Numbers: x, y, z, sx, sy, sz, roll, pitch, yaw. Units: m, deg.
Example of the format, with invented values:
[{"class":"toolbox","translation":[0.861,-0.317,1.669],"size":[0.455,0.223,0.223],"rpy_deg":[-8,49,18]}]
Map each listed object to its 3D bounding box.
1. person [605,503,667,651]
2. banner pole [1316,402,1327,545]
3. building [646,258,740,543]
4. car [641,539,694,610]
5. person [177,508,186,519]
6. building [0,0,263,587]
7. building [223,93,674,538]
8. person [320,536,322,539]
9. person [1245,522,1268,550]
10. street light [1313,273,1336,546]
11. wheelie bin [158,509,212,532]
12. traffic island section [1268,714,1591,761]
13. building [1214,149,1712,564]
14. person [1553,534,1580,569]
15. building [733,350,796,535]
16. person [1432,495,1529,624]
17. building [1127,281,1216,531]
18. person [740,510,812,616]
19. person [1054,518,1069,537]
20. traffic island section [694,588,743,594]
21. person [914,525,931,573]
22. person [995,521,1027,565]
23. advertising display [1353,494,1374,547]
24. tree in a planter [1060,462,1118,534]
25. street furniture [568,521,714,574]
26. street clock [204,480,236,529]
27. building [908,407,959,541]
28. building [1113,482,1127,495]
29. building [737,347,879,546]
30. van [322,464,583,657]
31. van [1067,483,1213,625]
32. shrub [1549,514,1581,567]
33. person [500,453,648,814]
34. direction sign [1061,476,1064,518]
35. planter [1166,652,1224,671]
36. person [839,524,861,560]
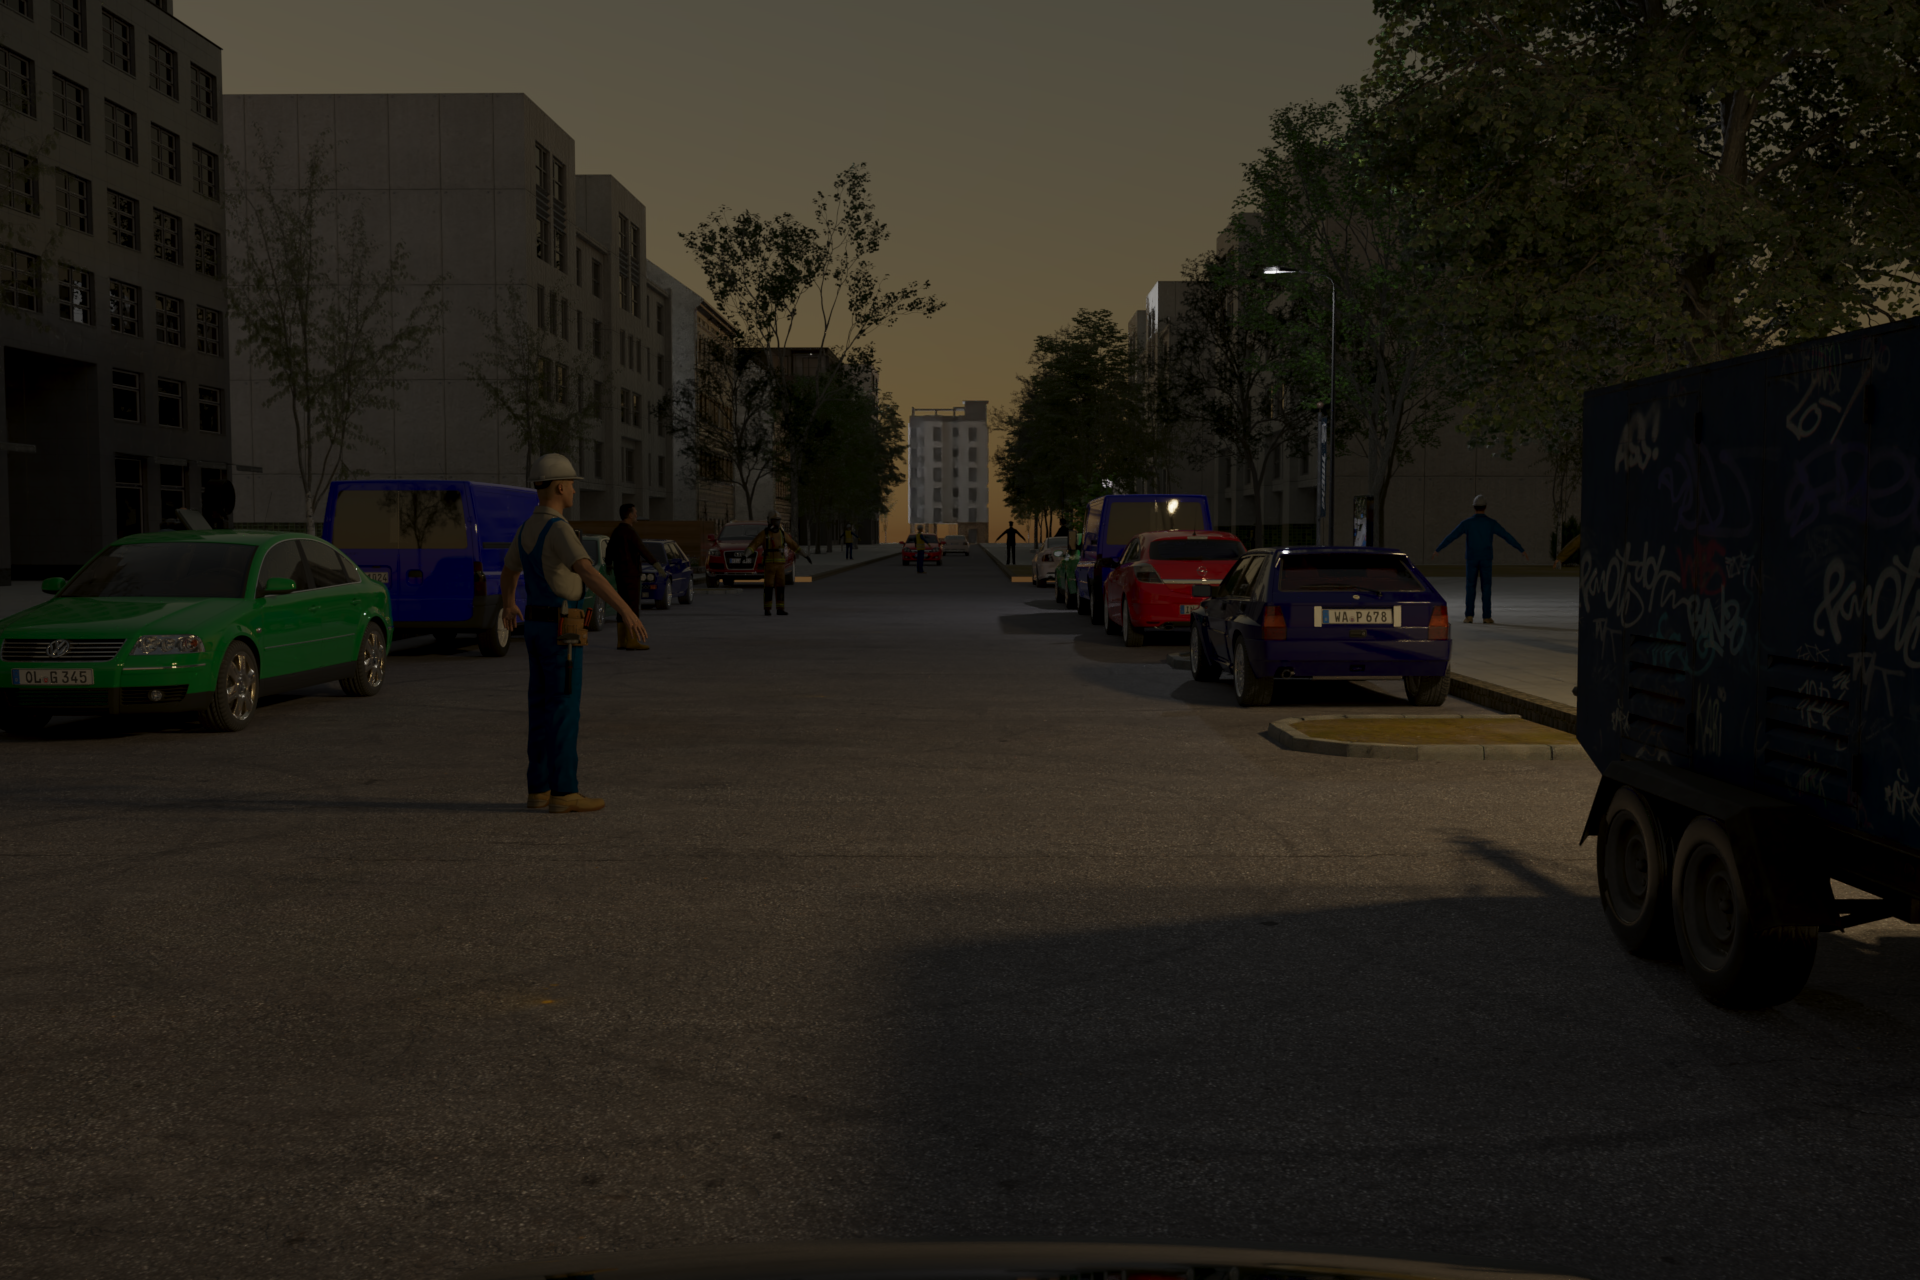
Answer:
[{"class":"person","translation":[-4.072,-0.783,21.400],"size":[0.704,1.812,1.346],"rpy_deg":[-3,5,-41]},{"class":"banner pole","translation":[6.821,-2.610,32.689],"size":[0.401,3.779,0.863],"rpy_deg":[0,4,0]},{"class":"building","translation":[-26.184,-17.712,120.523],"size":[19.493,23.208,18.063],"rpy_deg":[0,3,0]},{"class":"car","translation":[-6.337,-1.310,33.992],"size":[1.945,1.354,3.894],"rpy_deg":[0,4,1]},{"class":"person","translation":[-14.109,-1.514,31.355],"size":[0.434,1.755,0.990],"rpy_deg":[3,4,38]},{"class":"building","translation":[-28.329,-13.822,44.406],"size":[11.959,24.771,22.079],"rpy_deg":[0,4,0]},{"class":"building","translation":[-25.482,-13.407,85.667],"size":[16.747,18.905,31.486],"rpy_deg":[0,4,1]},{"class":"person","translation":[-19.245,-2.848,52.837],"size":[0.705,1.796,1.348],"rpy_deg":[1,4,10]},{"class":"person","translation":[14.311,-4.785,84.009],"size":[0.705,1.856,1.354],"rpy_deg":[-3,5,-43]},{"class":"street light","translation":[7.032,-3.524,30.151],"size":[1.470,5.913,1.316],"rpy_deg":[0,4,0]},{"class":"wheelie bin","translation":[-9.834,-0.866,22.072],"size":[0.693,1.594,0.980],"rpy_deg":[0,3,0]},{"class":"traffic island section","translation":[3.186,0.668,11.949],"size":[1.991,0.108,1.994],"rpy_deg":[0,4,-1]},{"class":"building","translation":[23.643,-13.564,88.225],"size":[16.747,18.905,31.486],"rpy_deg":[0,4,0]},{"class":"person","translation":[6.757,-0.679,17.881],"size":[1.217,1.736,0.721],"rpy_deg":[1,4,23]},{"class":"building","translation":[-27.424,-21.336,179.765],"size":[19.493,23.208,18.063],"rpy_deg":[0,4,1]},{"class":"person","translation":[7.468,-1.164,24.905],"size":[1.347,1.842,0.705],"rpy_deg":[1,4,21]},{"class":"building","translation":[22.258,-16.094,129.586],"size":[16.747,18.905,31.486],"rpy_deg":[0,4,1]},{"class":"person","translation":[-3.260,-1.361,30.473],"size":[1.354,1.858,0.705],"rpy_deg":[-2,4,-29]},{"class":"person","translation":[3.326,-3.084,56.611],"size":[0.705,1.806,1.347],"rpy_deg":[3,4,37]},{"class":"traffic island section","translation":[-6.339,-1.181,42.177],"size":[1.991,0.108,1.994],"rpy_deg":[0,3,0]},{"class":"person","translation":[-1.364,-3.312,63.079],"size":[0.721,1.772,1.216],"rpy_deg":[-2,4,-28]},{"class":"person","translation":[2.141,-4.084,72.715],"size":[1.347,1.837,0.705],"rpy_deg":[0,4,-6]},{"class":"advertising display","translation":[6.653,-1.431,28.606],"size":[0.123,1.923,0.974],"rpy_deg":[0,3,0]},{"class":"tree in a planter","translation":[3.401,-2.807,43.117],"size":[1.991,3.239,1.994],"rpy_deg":[0,4,0]},{"class":"street furniture","translation":[-12.461,-3.186,58.943],"size":[9.812,1.723,11.010],"rpy_deg":[0,4,5]},{"class":"street clock","translation":[-9.845,-1.132,23.085],"size":[0.358,2.002,0.471],"rpy_deg":[0,4,0]},{"class":"building","translation":[-7.100,-23.906,249.743],"size":[11.380,20.090,16.016],"rpy_deg":[0,4,7]},{"class":"building","translation":[21.223,-17.169,222.856],"size":[9.099,9.664,28.070],"rpy_deg":[0,4,0]},{"class":"building","translation":[-24.584,-22.136,205.893],"size":[27.936,21.610,32.646],"rpy_deg":[0,4,1]},{"class":"van","translation":[-6.230,-1.066,21.815],"size":[2.240,2.365,5.245],"rpy_deg":[0,4,1]},{"class":"van","translation":[3.011,-1.506,29.015],"size":[2.240,2.365,5.245],"rpy_deg":[0,4,0]},{"class":"shrub","translation":[23.673,-3.862,67.188],"size":[1.661,2.075,1.752],"rpy_deg":[0,3,0]},{"class":"person","translation":[-2.085,-0.042,9.008],"size":[0.705,1.847,1.347],"rpy_deg":[-3,5,-43]},{"class":"direction sign","translation":[4.018,-4.642,67.897],"size":[0.379,3.537,0.876],"rpy_deg":[0,4,-1]},{"class":"planter","translation":[3.296,0.131,18.996],"size":[1.991,0.319,1.994],"rpy_deg":[0,4,1]},{"class":"person","translation":[-5.539,-4.929,87.046],"size":[1.216,1.772,0.721],"rpy_deg":[1,4,23]}]
